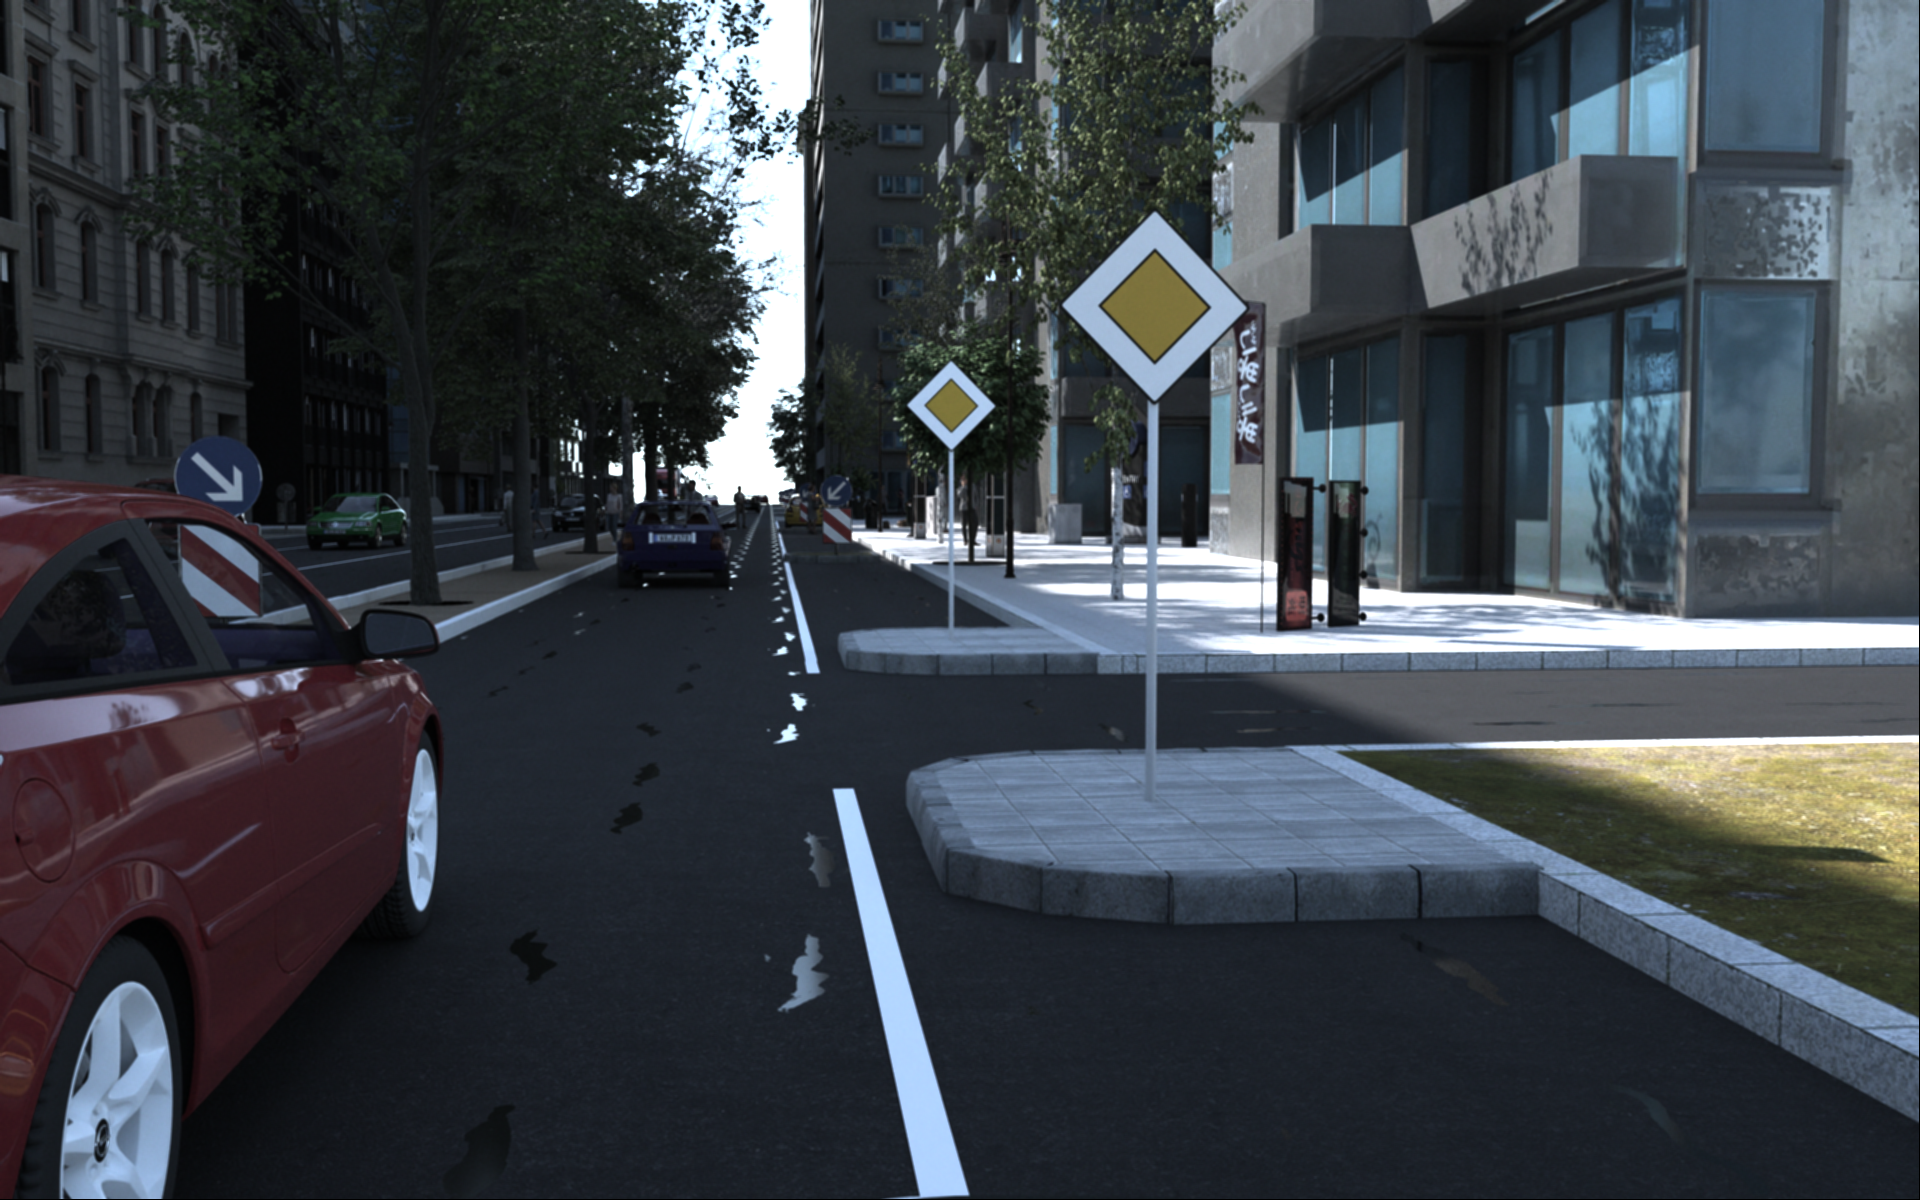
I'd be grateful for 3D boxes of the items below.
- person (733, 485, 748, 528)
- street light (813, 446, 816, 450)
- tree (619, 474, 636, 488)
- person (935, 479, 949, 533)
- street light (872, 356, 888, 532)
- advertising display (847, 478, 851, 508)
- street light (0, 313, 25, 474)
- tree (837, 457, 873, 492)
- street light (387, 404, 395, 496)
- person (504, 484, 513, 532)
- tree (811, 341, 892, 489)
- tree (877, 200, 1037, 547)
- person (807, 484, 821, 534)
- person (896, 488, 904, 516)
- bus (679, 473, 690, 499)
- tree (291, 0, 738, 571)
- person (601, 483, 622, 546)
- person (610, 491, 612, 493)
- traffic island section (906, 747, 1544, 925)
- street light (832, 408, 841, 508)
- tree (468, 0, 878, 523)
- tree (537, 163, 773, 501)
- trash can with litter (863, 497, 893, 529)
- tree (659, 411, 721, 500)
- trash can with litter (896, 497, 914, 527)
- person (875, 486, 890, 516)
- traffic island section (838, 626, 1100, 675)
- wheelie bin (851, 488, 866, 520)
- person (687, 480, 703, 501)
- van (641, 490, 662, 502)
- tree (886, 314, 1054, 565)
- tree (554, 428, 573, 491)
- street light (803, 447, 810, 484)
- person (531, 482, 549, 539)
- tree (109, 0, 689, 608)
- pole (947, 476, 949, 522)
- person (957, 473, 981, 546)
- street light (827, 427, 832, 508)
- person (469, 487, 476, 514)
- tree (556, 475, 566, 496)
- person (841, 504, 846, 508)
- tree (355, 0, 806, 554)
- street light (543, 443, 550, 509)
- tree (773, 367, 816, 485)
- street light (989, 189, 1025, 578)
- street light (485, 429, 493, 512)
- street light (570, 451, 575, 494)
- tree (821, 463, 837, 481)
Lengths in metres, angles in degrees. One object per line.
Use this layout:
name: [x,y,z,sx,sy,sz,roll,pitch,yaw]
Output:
person: [-9.212,-3.925,72.874,0.583,1.804,0.606,3,5,43]
street light: [-11.058,-9.848,133.808,0.468,5.910,1.993,0,4,-6]
tree: [-47.713,-16.012,245.512,4.285,4.588,4.351,0,3,0]
person: [-0.586,-3.118,57.114,0.391,1.810,0.635,-3,4,-39]
street light: [-2.678,-5.212,58.005,0.468,5.910,1.993,0,4,-6]
advertising display: [-4.409,-3.889,68.801,0.123,1.923,0.974,0,4,-7]
street light: [-24.452,-4.377,44.347,0.468,5.910,1.993,0,4,-6]
tree: [-5.588,-6.083,94.053,1.663,3.219,1.824,0,3,0]
street light: [-29.385,-7.113,89.083,0.468,5.910,1.993,0,4,-6]
person: [-16.996,-3.467,65.404,0.478,1.798,0.641,-1,4,-12]
tree: [-5.290,-8.109,82.943,4.737,8.622,4.395,0,3,0]
tree: [-0.330,-5.760,44.531,4.360,8.622,3.978,0,3,0]
person: [-5.182,-3.246,61.926,0.532,1.782,0.716,-1,4,-20]
person: [-3.533,-5.723,101.077,0.593,1.643,0.415,2,4,26]
bus: [-32.360,-12.635,198.123,2.896,3.916,12.252,0,4,-7]
tree: [-7.971,-6.782,31.468,7.486,12.596,7.792,0,3,0]
person: [-9.623,-2.375,48.010,0.731,1.740,0.598,1,4,14]
person: [-26.841,-7.644,134.017,0.750,1.759,0.617,-2,4,-27]
traffic island section: [0.839,0.921,7.228,2.009,0.180,2.903,0,4,-6]
street light: [-6.213,-7.140,89.526,0.468,5.910,1.993,0,4,-6]
tree: [-9.223,-11.946,53.667,12.611,20.169,13.585,0,3,0]
tree: [-11.761,-9.592,65.943,9.857,13.997,8.962,0,3,0]
trash can with litter: [-3.029,-3.217,63.982,1.055,1.170,0.624,-1,4,-10]
tree: [-13.777,-8.208,87.025,4.360,8.622,3.978,0,3,0]
trash can with litter: [-2.044,-3.403,67.032,1.055,1.170,0.624,3,5,42]
person: [-4.473,-5.676,99.398,0.990,1.755,0.434,-2,4,-31]
traffic island section: [-0.033,0.435,15.166,2.009,0.180,2.903,0,4,-6]
wheelie bin: [-5.092,-4.839,87.024,0.693,1.594,0.980,-1,4,-21]
person: [-6.646,-2.118,43.408,0.678,1.792,0.850,3,5,39]
van: [-27.392,-9.032,154.682,2.013,2.044,4.112,0,4,-6]
tree: [0.244,-2.942,31.815,4.285,4.588,4.351,0,3,0]
tree: [-38.770,-13.065,163.982,4.737,8.622,4.395,0,3,0]
street light: [-14.502,-11.768,165.188,0.468,5.910,1.993,0,4,-6]
person: [-13.511,-2.864,55.356,0.654,1.822,0.581,0,4,5]
tree: [-7.006,-5.740,22.058,9.928,11.665,9.643,0,3,0]
pole: [-0.494,-5.277,80.121,0.158,3.312,0.155,0,3,0]
person: [0.215,-2.258,43.149,0.592,1.802,0.473,0,4,-5]
street light: [-7.594,-7.930,102.447,0.468,5.910,1.993,0,4,-6]
person: [-31.647,-6.489,112.665,0.721,1.766,1.217,0,4,-6]
tree: [-39.687,-10.767,170.638,1.663,3.219,1.824,0,3,0]
person: [-6.752,-5.870,101.893,0.599,1.838,0.709,2,4,35]
tree: [-8.897,-7.853,41.225,12.009,13.543,11.850,0,3,0]
street light: [-36.277,-10.974,152.219,0.468,5.910,1.993,0,4,-6]
tree: [-15.356,-16.475,176.018,9.857,13.997,8.962,0,3,0]
street light: [0.766,-3.278,26.385,0.468,5.910,1.993,0,4,-6]
street light: [-32.899,-9.054,120.815,0.468,5.910,1.993,0,4,-6]
street light: [-38.440,-12.172,171.791,0.468,5.910,1.993,0,4,-6]
tree: [-6.824,-6.392,99.115,1.663,3.219,1.824,0,3,0]
